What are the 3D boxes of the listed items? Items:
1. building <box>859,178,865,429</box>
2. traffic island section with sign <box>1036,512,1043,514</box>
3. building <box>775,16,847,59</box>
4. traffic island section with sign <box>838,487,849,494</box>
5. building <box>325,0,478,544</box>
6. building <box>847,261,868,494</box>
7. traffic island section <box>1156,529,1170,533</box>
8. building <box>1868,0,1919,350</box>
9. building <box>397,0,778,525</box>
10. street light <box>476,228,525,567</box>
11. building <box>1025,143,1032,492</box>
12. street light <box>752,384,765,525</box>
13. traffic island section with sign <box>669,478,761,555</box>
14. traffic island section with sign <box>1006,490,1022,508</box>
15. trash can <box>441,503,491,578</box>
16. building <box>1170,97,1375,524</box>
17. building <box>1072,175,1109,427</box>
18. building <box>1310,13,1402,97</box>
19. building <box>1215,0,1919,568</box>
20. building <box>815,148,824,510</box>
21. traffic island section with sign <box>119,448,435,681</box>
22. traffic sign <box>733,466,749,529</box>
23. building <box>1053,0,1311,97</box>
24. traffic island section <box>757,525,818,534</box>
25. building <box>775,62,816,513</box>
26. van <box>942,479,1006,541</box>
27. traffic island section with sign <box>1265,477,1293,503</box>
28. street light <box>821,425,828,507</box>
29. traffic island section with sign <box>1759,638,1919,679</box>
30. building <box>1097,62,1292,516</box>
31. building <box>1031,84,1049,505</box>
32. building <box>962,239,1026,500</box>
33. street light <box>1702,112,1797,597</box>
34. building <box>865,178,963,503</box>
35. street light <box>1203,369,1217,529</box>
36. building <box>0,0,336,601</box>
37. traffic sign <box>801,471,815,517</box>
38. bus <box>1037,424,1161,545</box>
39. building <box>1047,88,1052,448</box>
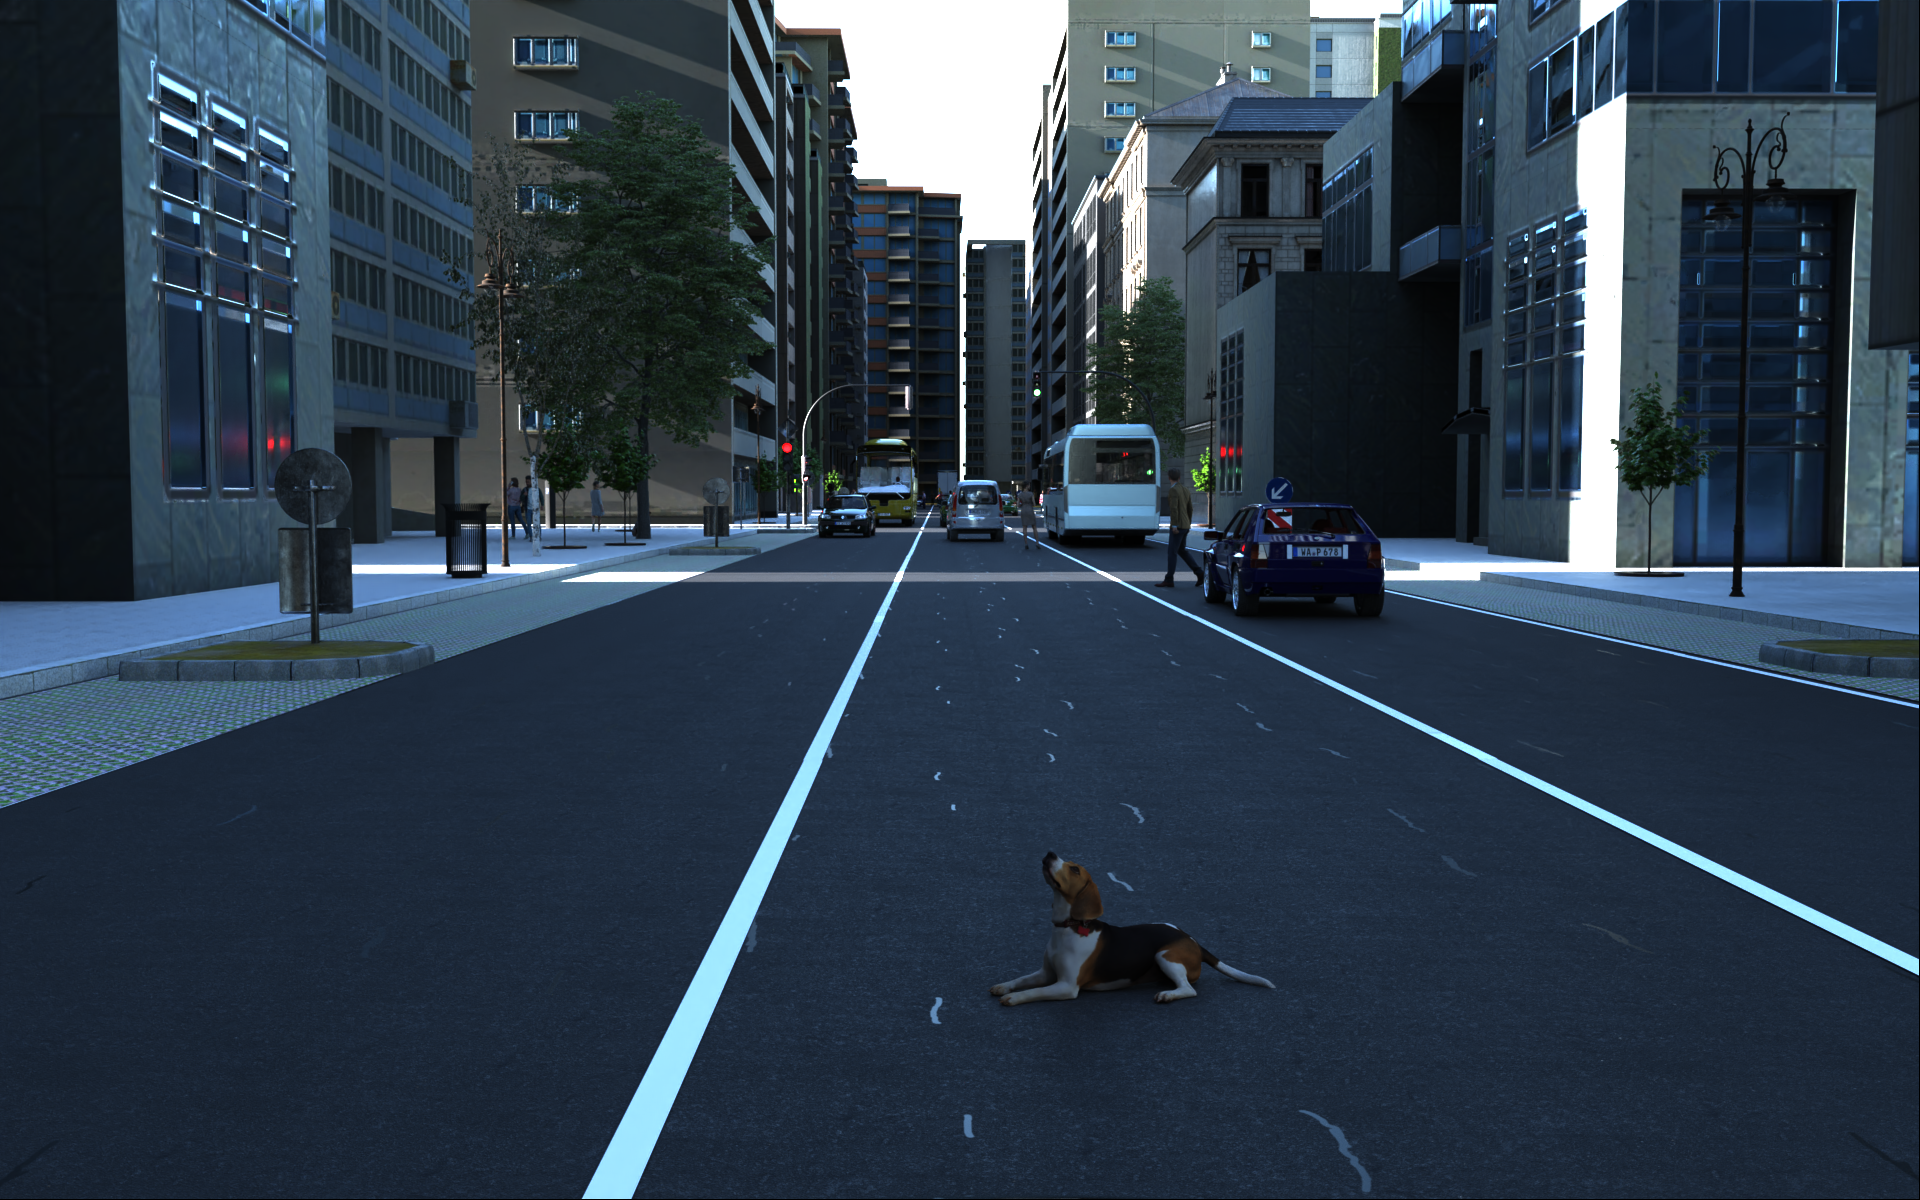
[{"bbox_3d":[-22.449,-32.749,190.071,22.147,44.769,28.867,0,4,-1],"label":"building"},{"bbox_3d":[6.444,-7.065,124.143,1.989,1.847,2.006,0,4,-1],"label":"traffic island section with sign"},{"bbox_3d":[-21.459,-30.987,161.268,22.147,44.769,28.867,0,4,-1],"label":"building"},{"bbox_3d":[-6.447,-5.397,96.865,1.989,1.847,2.006,0,4,-1],"label":"traffic island section with sign"},{"bbox_3d":[-26.295,-21.631,45.541,23.993,40.220,32.217,0,4,-1],"label":"building"},{"bbox_3d":[-18.498,-27.115,215.035,14.107,30.474,14.160,0,4,-1],"label":"building"},{"bbox_3d":[7.173,-2.564,64.209,2.009,0.180,2.903,0,4,-1],"label":"traffic island section"},{"bbox_3d":[16.364,-20.196,13.802,14.154,41.232,14.086,0,4,-1],"label":"building"},{"bbox_3d":[-20.382,-28.022,81.856,21.300,48.544,21.600,0,4,-1],"label":"building"},{"bbox_3d":[-8.016,-3.522,30.373,0.468,5.910,1.993,0,4,-1],"label":"street light"},{"bbox_3d":[15.397,-34.541,214.852,14.600,45.320,14.200,0,4,-1],"label":"building"},{"bbox_3d":[-8.467,-6.118,72.816,0.468,5.910,1.993,0,4,-1],"label":"street light"},{"bbox_3d":[-5.768,-1.985,41.088,1.989,1.847,2.006,0,4,-1],"label":"traffic island section with sign"},{"bbox_3d":[5.842,-10.111,173.941,1.989,1.847,2.006,0,4,-1],"label":"traffic island section with sign"},{"bbox_3d":[-7.566,-0.911,26.541,0.748,1.137,0.748,0,3,0],"label":"trash can"},{"bbox_3d":[19.814,-13.083,78.539,19.286,19.102,10.561,0,4,-1],"label":"building"},{"bbox_3d":[16.676,-20.907,135.339,14.314,27.812,24.014,0,4,-1],"label":"building"},{"bbox_3d":[50.175,-40.972,211.891,28.212,58.520,21.231,0,4,-1],"label":"building"},{"bbox_3d":[20.330,-44.666,42.956,22.319,86.520,31.000,0,4,-1],"label":"building"},{"bbox_3d":[-18.451,-22.439,138.574,14.160,30.474,14.107,0,4,-1],"label":"building"},{"bbox_3d":[-5.432,-0.337,14.135,1.989,1.847,2.006,0,4,-1],"label":"traffic island section with sign"},{"bbox_3d":[-7.952,-3.716,62.882,0.606,2.300,0.079,0,4,7],"label":"traffic sign"},{"bbox_3d":[19.826,-32.875,161.204,21.300,48.544,21.600,0,4,-1],"label":"building"},{"bbox_3d":[-6.367,-2.555,64.049,2.009,0.180,2.903,0,4,-1],"label":"traffic island section"},{"bbox_3d":[-17.536,-21.090,116.517,14.160,30.474,14.107,0,4,-1],"label":"building"},{"bbox_3d":[0.453,-2.860,53.766,2.013,2.044,4.112,0,4,-2],"label":"van"},{"bbox_3d":[7.454,-2.032,41.847,1.989,1.847,2.006,0,4,-1],"label":"traffic island section with sign"},{"bbox_3d":[-8.969,-8.653,114.263,0.468,5.910,1.993,0,4,-1],"label":"street light"},{"bbox_3d":[7.789,-0.344,14.251,1.989,1.847,2.006,0,4,-1],"label":"traffic island section with sign"},{"bbox_3d":[16.046,-19.178,110.830,12.463,27.353,25.104,0,4,-1],"label":"building"},{"bbox_3d":[19.346,-35.060,196.934,21.300,48.544,21.600,0,4,-1],"label":"building"},{"bbox_3d":[12.403,-33.976,247.396,23.993,40.220,32.217,0,4,-1],"label":"building"},{"bbox_3d":[9.727,-2.980,21.505,0.468,5.910,1.993,0,4,-1],"label":"street light"},{"bbox_3d":[-14.087,-35.984,242.966,28.867,44.769,22.147,0,4,-1],"label":"building"},{"bbox_3d":[9.251,-5.564,63.757,0.468,5.910,1.993,0,4,-1],"label":"street light"},{"bbox_3d":[-18.930,-42.618,9.476,22.319,86.520,31.000,0,4,-1],"label":"building"},{"bbox_3d":[-8.450,-5.891,96.416,0.768,2.556,0.104,0,4,5],"label":"traffic sign"},{"bbox_3d":[4.027,-3.510,52.247,2.948,3.499,13.247,0,4,0],"label":"bus"},{"bbox_3d":[16.397,-32.356,179.129,14.600,45.320,14.200,0,4,-1],"label":"building"}]
